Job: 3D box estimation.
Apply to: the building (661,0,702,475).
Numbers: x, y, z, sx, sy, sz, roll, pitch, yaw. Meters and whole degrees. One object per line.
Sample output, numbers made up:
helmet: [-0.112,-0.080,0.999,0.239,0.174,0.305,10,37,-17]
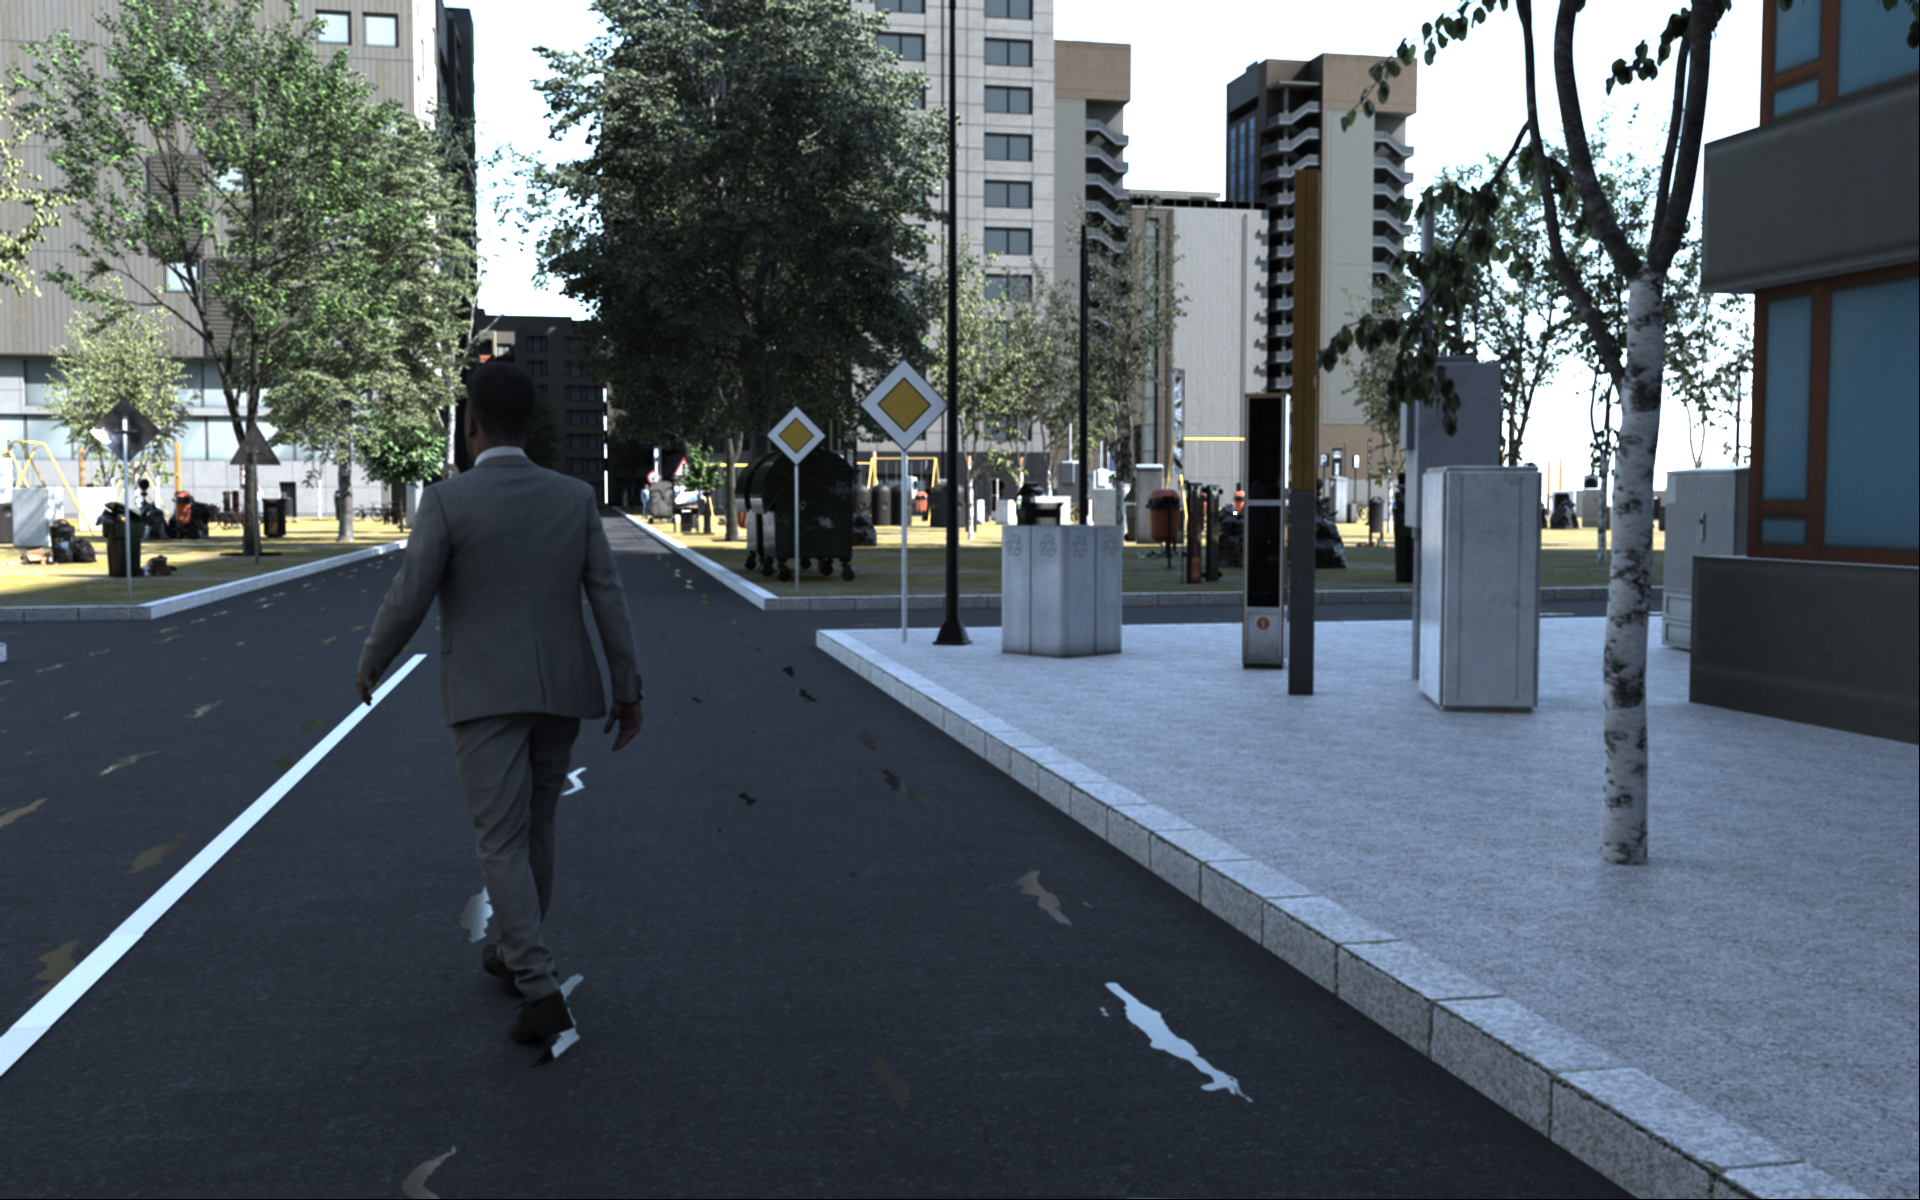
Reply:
building: [-14.951,-32.751,155.082,23.786,49.044,30.456,-1,4,-12]

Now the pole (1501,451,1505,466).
pole: [25.655,-5.387,81.928,0.158,3.312,0.155,0,3,0]

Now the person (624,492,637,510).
person: [-26.310,-7.900,138.466,1.065,1.426,0.557,0,4,6]

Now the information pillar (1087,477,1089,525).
information pillar: [4.806,-3.799,66.611,0.304,2.012,0.304,0,4,-6]

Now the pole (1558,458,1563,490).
pole: [33.841,-6.348,97.631,0.158,3.312,0.155,0,3,0]

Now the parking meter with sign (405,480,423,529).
parking meter with sign: [-19.987,-4.114,63.517,0.543,3.016,1.738,0,4,5]

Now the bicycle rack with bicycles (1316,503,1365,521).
bicycle rack with bicycles: [9.982,-2.337,51.584,2.852,0.926,2.925,3,5,41]

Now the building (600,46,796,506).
building: [-28.972,-34.850,193.501,21.600,48.544,21.300,-1,4,-12]

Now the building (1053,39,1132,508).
building: [7.573,-31.717,168.677,14.200,45.320,14.600,-1,4,-12]

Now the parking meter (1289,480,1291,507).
parking meter: [14.079,-4.136,73.338,0.255,1.863,0.399,-2,4,-27]

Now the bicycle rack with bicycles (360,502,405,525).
bicycle rack with bicycles: [-23.334,-3.650,73.054,2.852,0.926,2.925,0,4,-4]

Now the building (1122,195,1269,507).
building: [21.451,-24.477,171.908,14.107,30.474,14.160,-1,4,-12]

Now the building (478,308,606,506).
building: [-54.034,-21.147,190.798,28.899,21.520,27.650,-1,4,-12]

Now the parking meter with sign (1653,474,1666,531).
parking meter with sign: [23.794,-3.914,60.251,1.738,3.016,0.543,1,4,21]

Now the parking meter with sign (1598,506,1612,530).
parking meter with sign: [23.854,-4.031,62.165,1.738,3.016,0.543,3,5,41]

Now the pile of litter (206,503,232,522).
pile of litter: [-35.693,-4.214,82.866,1.176,0.858,1.719,0,4,-2]

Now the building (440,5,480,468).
building: [-46.664,-27.920,140.082,14.154,41.232,14.086,-1,4,-12]

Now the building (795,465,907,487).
building: [-7.517,-31.227,202.443,23.993,40.220,32.217,-1,4,-12]

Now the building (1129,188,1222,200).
building: [15.896,-31.548,207.682,23.993,40.220,32.217,-1,4,-12]

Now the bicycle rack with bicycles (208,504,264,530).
bicycle rack with bicycles: [-26.472,-3.062,63.443,2.852,0.926,2.925,2,4,34]

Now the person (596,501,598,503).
person: [-26.656,-6.955,125.444,0.991,1.433,0.599,-3,5,-44]

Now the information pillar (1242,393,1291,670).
information pillar: [2.257,-0.506,12.764,0.304,2.012,0.304,1,4,16]

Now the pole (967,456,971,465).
pole: [0.481,-6.034,92.506,0.158,3.312,0.155,0,3,0]

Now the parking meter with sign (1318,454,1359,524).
parking meter with sign: [17.128,-5.032,78.538,1.738,3.016,0.543,2,4,33]

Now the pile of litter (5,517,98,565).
pile of litter: [-16.816,-1.108,32.075,1.176,0.858,1.719,3,5,43]

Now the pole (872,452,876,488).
pole: [-4.136,-5.468,83.245,0.158,3.312,0.155,0,3,0]

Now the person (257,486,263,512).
person: [-27.737,-3.753,67.991,0.593,1.750,0.643,-3,4,-39]

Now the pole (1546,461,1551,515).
pole: [35.771,-6.812,105.223,0.158,3.312,0.155,0,3,0]

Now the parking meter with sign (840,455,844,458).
parking meter with sign: [-5.461,-4.851,75.575,0.543,3.016,1.738,1,4,14]

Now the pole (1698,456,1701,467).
pole: [39.566,-6.049,92.752,0.158,3.312,0.155,0,3,0]

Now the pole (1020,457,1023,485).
pole: [3.408,-6.236,95.807,0.158,3.312,0.155,0,3,0]

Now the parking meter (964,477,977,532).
parking meter: [0.354,-3.233,58.563,0.399,1.863,0.255,0,4,5]

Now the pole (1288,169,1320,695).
pole: [2.192,-1.051,11.031,0.158,3.312,0.155,0,3,0]

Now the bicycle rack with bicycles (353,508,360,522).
bicycle rack with bicycles: [-26.670,-4.156,81.332,2.925,0.926,2.852,1,4,16]

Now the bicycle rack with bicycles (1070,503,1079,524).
bicycle rack with bicycles: [4.530,-4.175,81.641,2.852,0.926,2.925,0,4,-7]

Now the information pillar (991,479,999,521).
information pillar: [1.685,-4.839,83.616,0.304,2.012,0.304,1,4,16]

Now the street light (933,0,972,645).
street light: [-0.594,-2.570,14.563,1.470,5.913,1.316,-1,4,-12]

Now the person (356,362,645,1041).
person: [-1.230,0.247,4.733,0.678,1.792,0.850,-3,4,-37]

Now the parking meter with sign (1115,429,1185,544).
parking meter with sign: [4.865,-2.942,44.361,1.738,3.016,0.543,0,4,1]

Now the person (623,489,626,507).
person: [-32.384,-9.822,167.294,0.621,1.740,0.551,0,4,-5]

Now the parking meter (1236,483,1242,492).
parking meter: [14.767,-5.256,91.652,0.255,1.863,0.399,1,4,14]

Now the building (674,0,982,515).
building: [-10.809,-42.261,129.227,20.563,71.187,20.611,-1,4,-12]

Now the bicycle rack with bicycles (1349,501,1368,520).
bicycle rack with bicycles: [19.979,-4.461,86.318,2.852,0.926,2.925,0,4,-2]

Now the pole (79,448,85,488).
pole: [-38.633,-5.039,76.229,0.158,3.312,0.155,0,3,0]

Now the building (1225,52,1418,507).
building: [35.711,-32.037,173.919,14.200,45.320,14.600,-1,4,-12]

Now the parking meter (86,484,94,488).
parking meter: [-44.947,-5.129,89.567,0.399,1.863,0.255,0,4,-4]

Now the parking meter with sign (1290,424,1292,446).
parking meter with sign: [8.045,-2.932,44.192,0.543,3.016,1.738,0,4,3]

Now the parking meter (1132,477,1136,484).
parking meter: [5.276,-2.785,51.239,0.399,1.863,0.255,1,4,15]

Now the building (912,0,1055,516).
building: [-6.607,-40.985,108.356,20.563,71.187,20.611,-1,4,-12]

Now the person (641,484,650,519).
person: [-16.398,-5.143,90.308,0.419,1.800,0.721,3,4,38]

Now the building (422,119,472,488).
building: [-43.631,-21.711,126.669,14.160,30.474,14.107,-1,4,-12]

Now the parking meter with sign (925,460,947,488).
parking meter with sign: [-0.854,-5.604,87.893,1.738,3.016,0.543,-1,4,-15]

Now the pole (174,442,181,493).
pole: [-30.724,-4.538,68.045,0.158,3.312,0.155,0,3,0]

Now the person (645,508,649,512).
person: [-22.617,-7.264,125.524,1.217,1.736,0.721,-3,4,-38]
